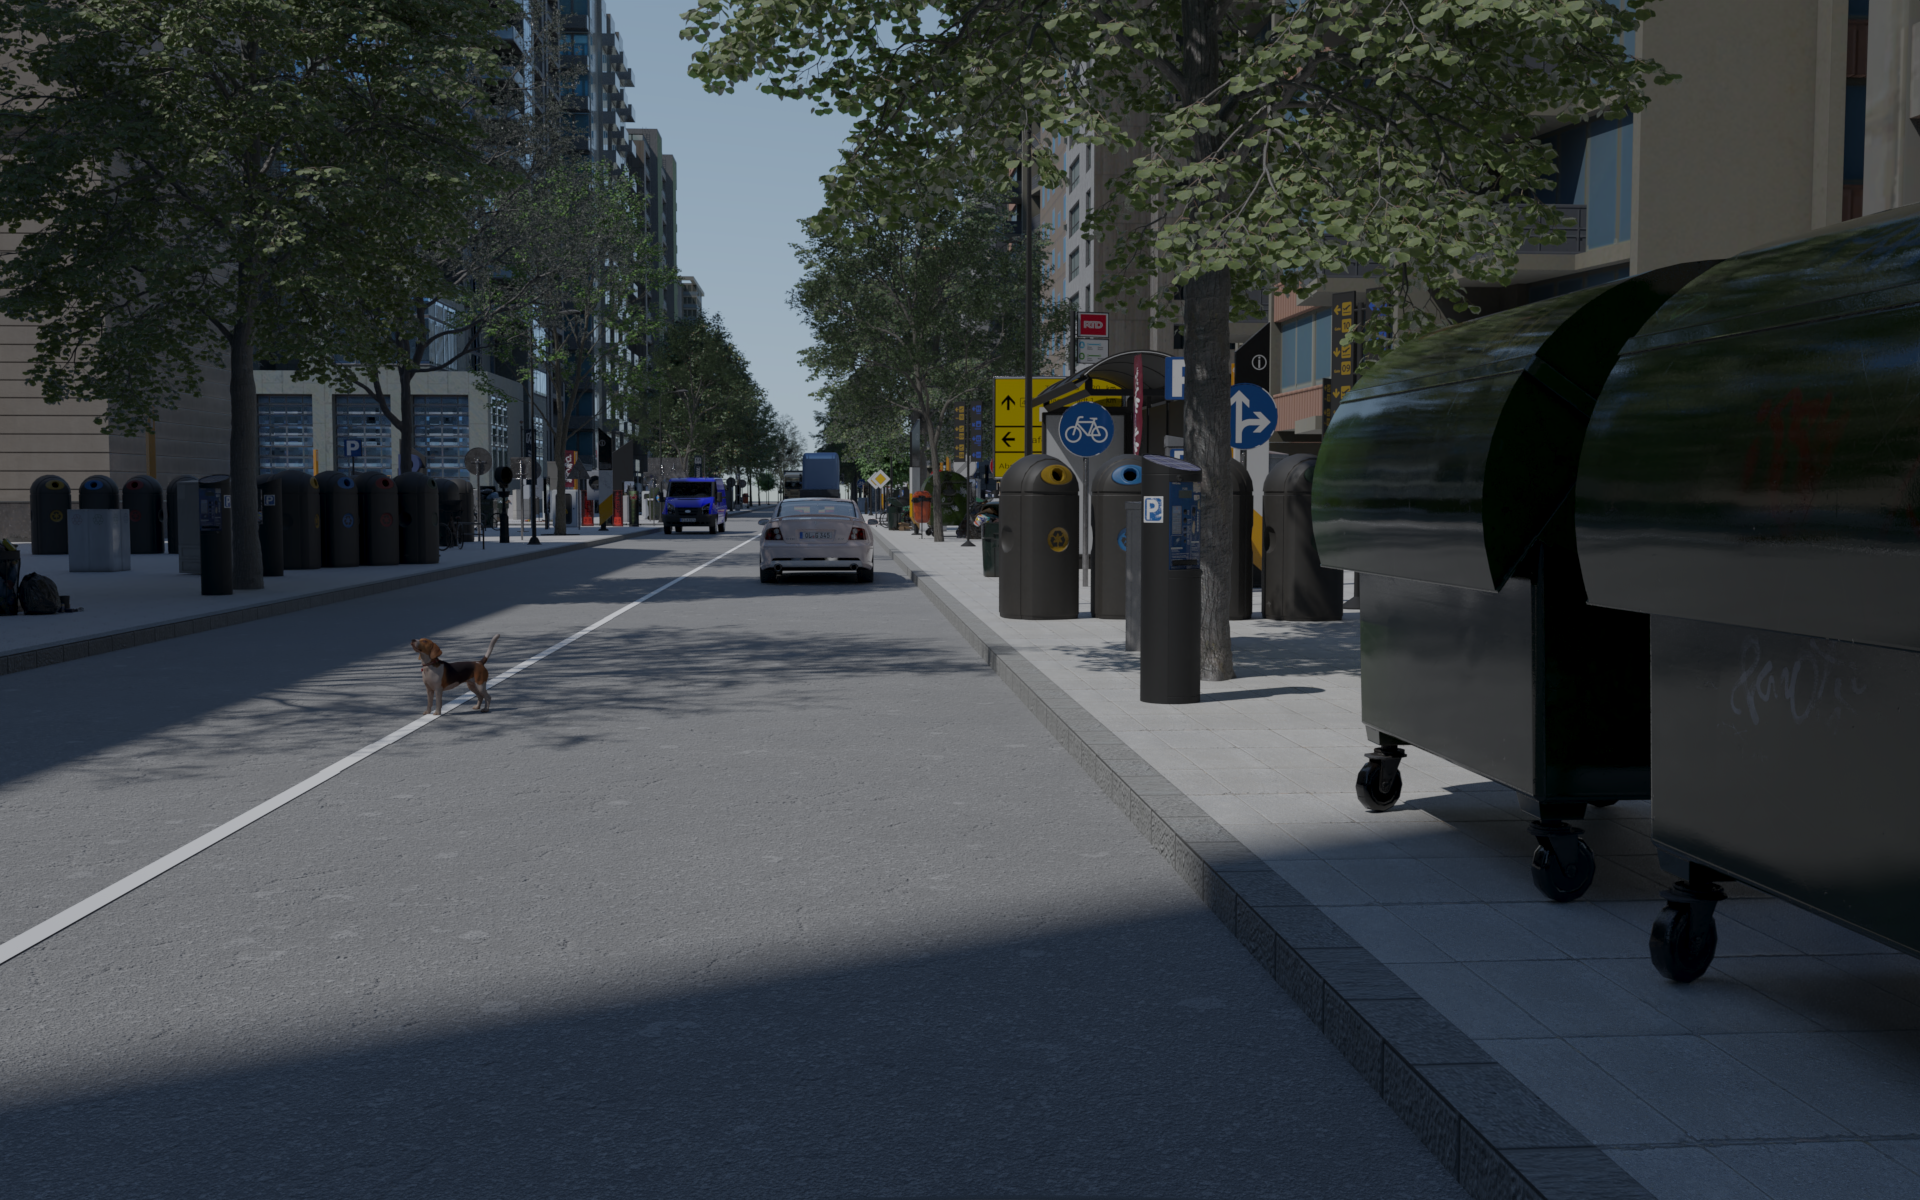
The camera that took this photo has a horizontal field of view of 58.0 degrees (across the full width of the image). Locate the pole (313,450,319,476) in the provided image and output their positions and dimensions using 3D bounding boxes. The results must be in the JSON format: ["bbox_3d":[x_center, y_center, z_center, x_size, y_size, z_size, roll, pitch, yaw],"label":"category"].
[{"bbox_3d":[-29.500,-5.232,79.390,0.158,3.312,0.155,0,3,0],"label":"pole"}]

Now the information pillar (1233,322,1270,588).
[{"bbox_3d":[3.982,-1.972,23.601,0.504,3.616,0.183,0,4,-6],"label":"information pillar"}]

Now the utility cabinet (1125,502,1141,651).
[{"bbox_3d":[1.699,-0.207,14.545,0.306,1.237,1.020,2,4,25],"label":"utility cabinet"}]

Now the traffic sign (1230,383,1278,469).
[{"bbox_3d":[3.262,-1.214,19.955,0.768,2.556,0.104,0,4,1],"label":"traffic sign"}]

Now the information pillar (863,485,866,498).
[{"bbox_3d":[-7.884,-8.504,143.535,0.304,2.012,0.304,0,4,-6],"label":"information pillar"}]

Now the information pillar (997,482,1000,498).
[{"bbox_3d":[2.509,-6.337,108.109,0.304,2.012,0.304,-3,4,-37],"label":"information pillar"}]

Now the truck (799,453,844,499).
[{"bbox_3d":[-8.733,-7.160,106.817,2.967,4.110,18.799,0,4,-3],"label":"truck"}]

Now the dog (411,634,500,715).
[{"bbox_3d":[-3.286,0.488,11.305,0.406,0.507,0.540,0,4,5],"label":"dog"}]

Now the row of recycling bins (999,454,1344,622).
[{"bbox_3d":[2.156,-0.660,17.902,3.534,1.692,1.069,0,4,4],"label":"row of recycling bins"}]

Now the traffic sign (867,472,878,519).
[{"bbox_3d":[-3.778,-4.530,77.715,0.795,2.450,0.064,0,4,-4],"label":"traffic sign"}]

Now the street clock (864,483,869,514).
[{"bbox_3d":[-5.906,-6.382,108.910,0.358,2.002,0.471,0,4,-1],"label":"street clock"}]

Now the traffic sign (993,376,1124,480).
[{"bbox_3d":[1.696,-2.206,29.937,2.265,3.308,0.079,0,4,1],"label":"traffic sign"}]

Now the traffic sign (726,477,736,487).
[{"bbox_3d":[-17.142,-7.925,129.672,0.768,2.556,0.104,0,4,2],"label":"traffic sign"}]

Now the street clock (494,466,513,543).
[{"bbox_3d":[-11.941,-2.494,45.348,0.358,2.002,0.471,2,4,26],"label":"street clock"}]

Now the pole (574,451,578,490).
[{"bbox_3d":[-18.326,-5.430,82.616,0.158,3.312,0.155,0,3,0],"label":"pole"}]

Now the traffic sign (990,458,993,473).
[{"bbox_3d":[1.328,-3.343,54.772,0.768,2.556,0.104,0,4,2],"label":"traffic sign"}]

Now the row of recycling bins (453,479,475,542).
[{"bbox_3d":[-13.793,-2.325,45.128,1.069,1.692,3.534,1,4,16],"label":"row of recycling bins"}]

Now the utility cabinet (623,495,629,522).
[{"bbox_3d":[-15.079,-4.160,79.184,0.306,1.237,1.020,1,4,18],"label":"utility cabinet"}]

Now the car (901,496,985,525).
[{"bbox_3d":[-0.542,-3.766,73.373,4.920,1.459,2.131,0,4,-4],"label":"car"}]

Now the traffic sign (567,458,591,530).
[{"bbox_3d":[-13.675,-3.800,62.140,0.884,2.594,0.081,0,4,3],"label":"traffic sign"}]

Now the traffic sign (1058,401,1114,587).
[{"bbox_3d":[1.737,-1.456,23.910,0.768,2.556,0.104,0,4,0],"label":"traffic sign"}]

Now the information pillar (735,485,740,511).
[{"bbox_3d":[-17.203,-7.916,133.914,0.304,2.012,0.304,-2,4,-35],"label":"information pillar"}]

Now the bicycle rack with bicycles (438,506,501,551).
[{"bbox_3d":[-12.271,-1.627,39.986,2.852,0.926,2.925,-3,4,-38],"label":"bicycle rack with bicycles"}]

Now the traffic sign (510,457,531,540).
[{"bbox_3d":[-12.208,-2.820,48.231,0.606,2.300,0.079,0,4,1],"label":"traffic sign"}]

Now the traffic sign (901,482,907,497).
[{"bbox_3d":[-3.292,-5.834,97.508,0.606,2.300,0.079,0,4,2],"label":"traffic sign"}]

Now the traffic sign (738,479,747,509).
[{"bbox_3d":[-18.561,-9.021,147.604,0.768,2.556,0.104,0,4,-3],"label":"traffic sign"}]

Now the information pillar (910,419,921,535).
[{"bbox_3d":[-1.402,-3.836,54.075,0.183,3.616,0.504,2,4,30],"label":"information pillar"}]

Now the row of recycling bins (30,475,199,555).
[{"bbox_3d":[-18.027,-1.837,37.140,3.534,1.692,1.069,-1,4,-11],"label":"row of recycling bins"}]

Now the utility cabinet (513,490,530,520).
[{"bbox_3d":[-21.584,-4.718,85.816,0.318,1.500,1.173,3,5,40],"label":"utility cabinet"}]

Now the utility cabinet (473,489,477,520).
[{"bbox_3d":[-22.164,-4.313,79.202,0.318,1.500,1.173,0,4,7],"label":"utility cabinet"}]

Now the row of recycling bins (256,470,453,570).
[{"bbox_3d":[-10.768,-1.445,30.745,1.069,1.692,3.534,2,4,29],"label":"row of recycling bins"}]

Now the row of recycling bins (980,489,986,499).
[{"bbox_3d":[1.122,-7.457,129.030,1.069,1.692,3.534,2,4,30],"label":"row of recycling bins"}]

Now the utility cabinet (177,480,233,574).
[{"bbox_3d":[-11.906,-1.152,27.511,1.173,1.500,0.318,2,4,27],"label":"utility cabinet"}]

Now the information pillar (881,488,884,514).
[{"bbox_3d":[-4.943,-7.300,110.703,0.183,3.616,0.504,0,4,1],"label":"information pillar"}]

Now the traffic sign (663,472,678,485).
[{"bbox_3d":[-12.800,-4.492,77.080,0.795,2.450,0.064,0,4,-4],"label":"traffic sign"}]

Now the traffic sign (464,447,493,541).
[{"bbox_3d":[-13.094,-2.874,47.099,0.768,2.556,0.104,0,4,0],"label":"traffic sign"}]

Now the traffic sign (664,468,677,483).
[{"bbox_3d":[-14.387,-5.298,86.625,0.884,2.594,0.081,0,4,-4],"label":"traffic sign"}]

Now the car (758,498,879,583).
[{"bbox_3d":[-2.408,-1.041,29.386,2.083,1.381,4.827,0,4,-4],"label":"car"}]

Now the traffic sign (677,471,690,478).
[{"bbox_3d":[-13.717,-5.178,85.837,0.795,2.450,0.064,0,4,-4],"label":"traffic sign"}]

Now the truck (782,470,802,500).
[{"bbox_3d":[-19.749,-13.304,206.438,2.839,4.237,11.283,0,4,-5],"label":"truck"}]

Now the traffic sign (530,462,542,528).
[{"bbox_3d":[-15.974,-3.942,64.564,0.768,2.556,0.104,0,4,1],"label":"traffic sign"}]

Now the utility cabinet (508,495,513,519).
[{"bbox_3d":[-23.081,-4.780,89.313,1.020,1.237,0.306,3,5,39],"label":"utility cabinet"}]

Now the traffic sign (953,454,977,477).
[{"bbox_3d":[0.148,-3.350,54.879,0.768,2.556,0.104,0,4,4],"label":"traffic sign"}]

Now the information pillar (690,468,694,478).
[{"bbox_3d":[-21.205,-8.912,137.067,0.504,3.616,0.183,3,4,38],"label":"information pillar"}]

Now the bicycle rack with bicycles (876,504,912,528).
[{"bbox_3d":[-1.948,-3.252,66.548,2.925,0.926,2.852,-1,4,-16],"label":"bicycle rack with bicycles"}]

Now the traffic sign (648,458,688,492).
[{"bbox_3d":[-16.285,-6.285,96.628,2.265,3.308,0.079,0,4,1],"label":"traffic sign"}]

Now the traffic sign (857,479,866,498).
[{"bbox_3d":[-8.372,-8.994,147.157,0.768,2.556,0.104,0,4,-3],"label":"traffic sign"}]

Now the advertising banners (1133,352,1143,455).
[{"bbox_3d":[2.155,-1.605,22.428,0.090,3.025,2.074,0,4,-4],"label":"advertising banners"}]

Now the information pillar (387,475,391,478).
[{"bbox_3d":[-22.544,-3.897,68.215,0.304,2.012,0.304,-1,4,-14],"label":"information pillar"}]

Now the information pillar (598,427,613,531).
[{"bbox_3d":[-12.369,-4.222,60.382,0.504,3.616,0.183,0,4,-3],"label":"information pillar"}]

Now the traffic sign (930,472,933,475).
[{"bbox_3d":[-1.137,-5.394,88.300,0.768,2.556,0.104,0,4,0],"label":"traffic sign"}]

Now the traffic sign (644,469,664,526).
[{"bbox_3d":[-12.219,-4.005,69.116,0.795,2.450,0.064,0,4,-4],"label":"traffic sign"}]

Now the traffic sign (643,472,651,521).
[{"bbox_3d":[-14.514,-4.829,81.085,0.606,2.300,0.079,0,4,-3],"label":"traffic sign"}]

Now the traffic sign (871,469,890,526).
[{"bbox_3d":[-3.197,-4.043,69.751,0.795,2.450,0.064,0,4,-4],"label":"traffic sign"}]
